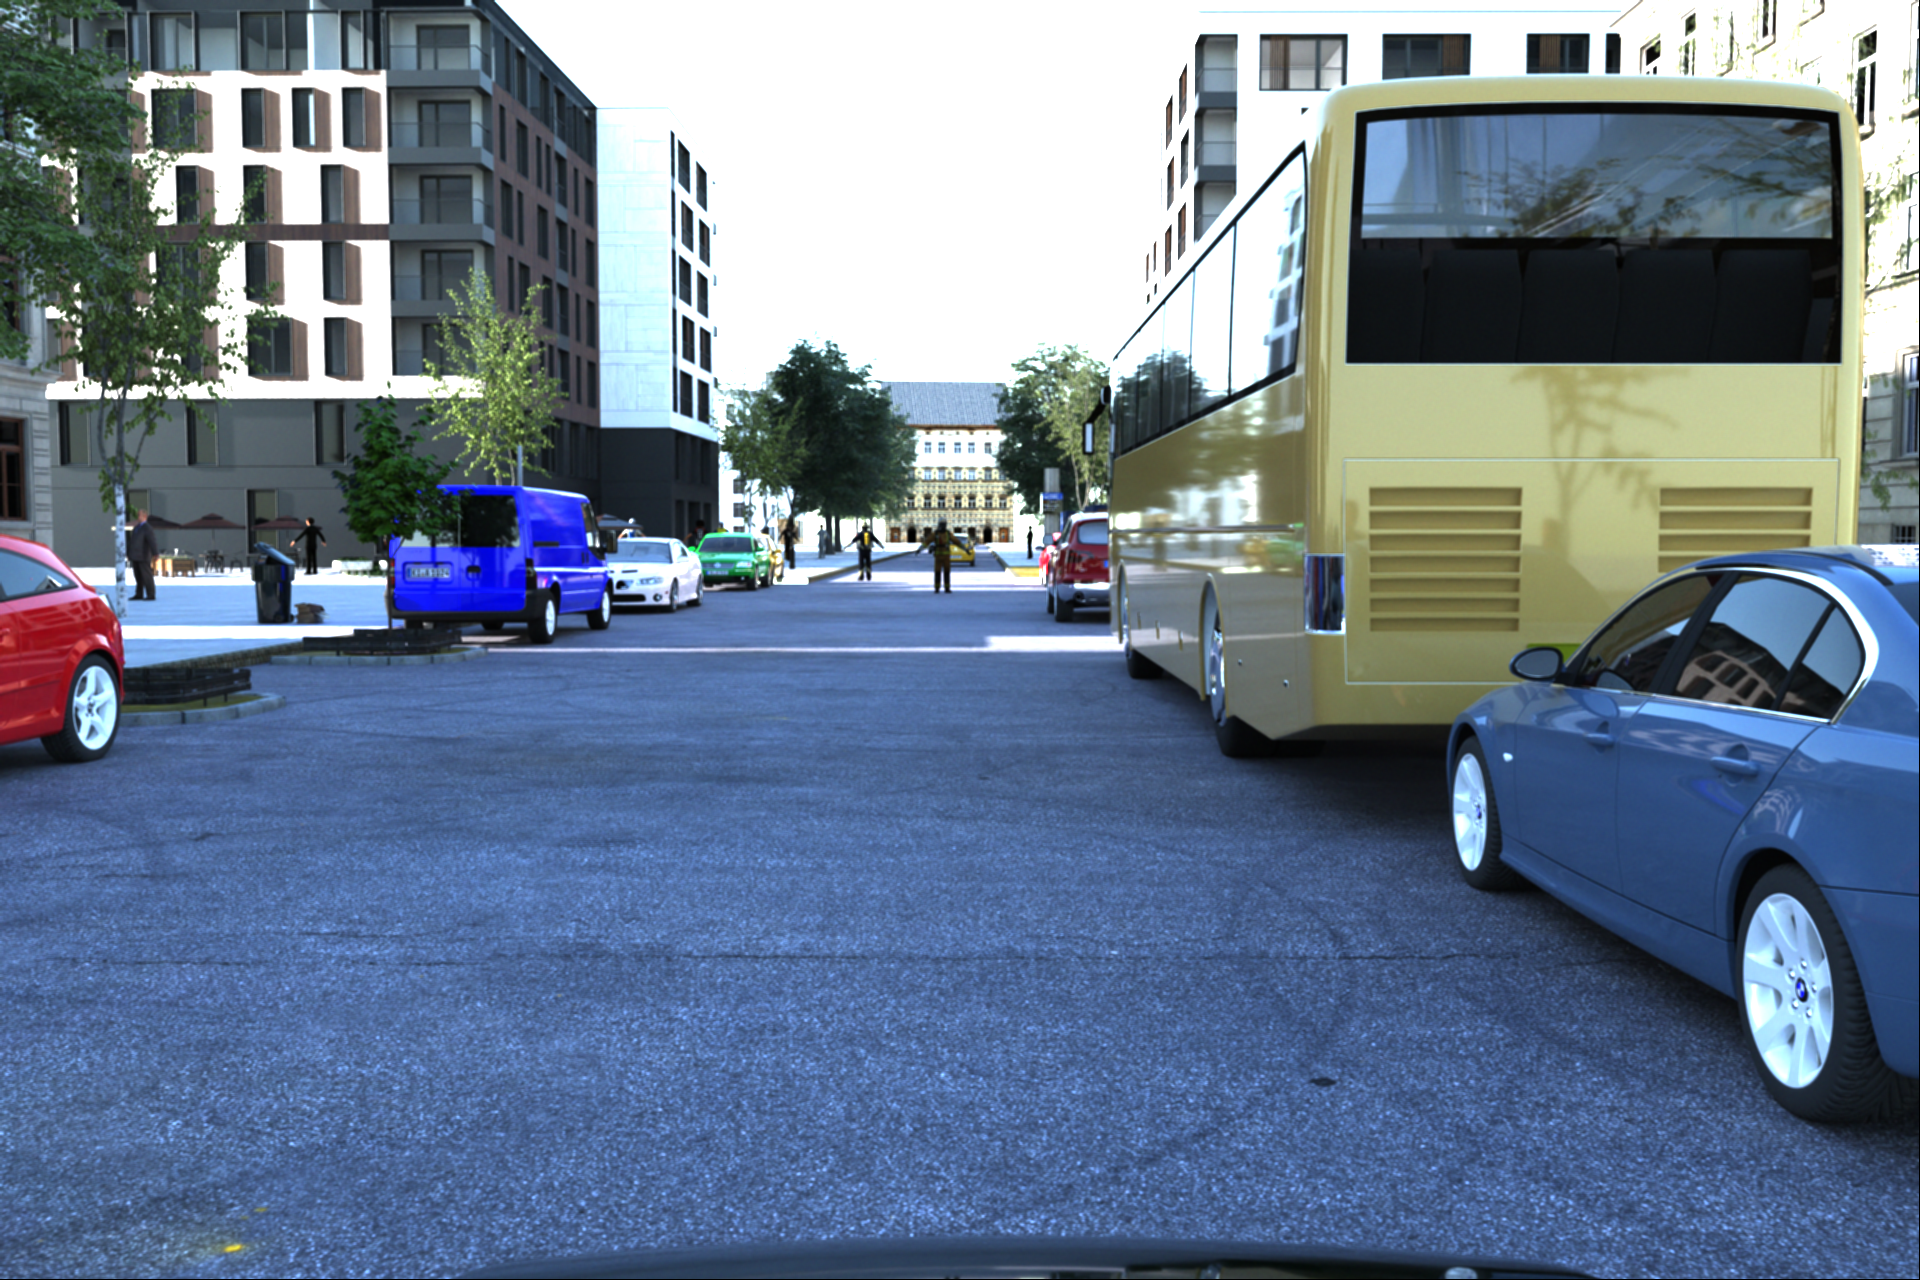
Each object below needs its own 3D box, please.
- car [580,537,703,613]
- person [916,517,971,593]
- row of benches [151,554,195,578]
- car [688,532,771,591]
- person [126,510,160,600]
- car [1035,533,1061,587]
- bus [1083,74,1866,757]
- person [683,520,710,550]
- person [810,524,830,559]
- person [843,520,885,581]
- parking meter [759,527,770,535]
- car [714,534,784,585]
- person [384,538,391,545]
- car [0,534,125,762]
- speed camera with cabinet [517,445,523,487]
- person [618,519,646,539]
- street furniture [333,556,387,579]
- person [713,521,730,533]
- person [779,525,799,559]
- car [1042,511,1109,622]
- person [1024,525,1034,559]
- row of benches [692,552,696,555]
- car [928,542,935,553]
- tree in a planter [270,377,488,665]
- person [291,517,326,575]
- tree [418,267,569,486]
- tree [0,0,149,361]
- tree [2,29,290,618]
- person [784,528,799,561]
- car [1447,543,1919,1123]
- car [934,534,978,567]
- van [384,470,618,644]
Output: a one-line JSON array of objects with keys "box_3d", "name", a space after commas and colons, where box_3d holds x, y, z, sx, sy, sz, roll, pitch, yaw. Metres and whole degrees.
[{"box_3d": [-6.087, -1.264, 33.036, 2.083, 1.381, 4.827, 0, 4, 1], "name": "car"}, {"box_3d": [-0.424, -2.074, 42.139, 1.354, 1.858, 0.705, -1, 4, -10], "name": "person"}, {"box_3d": [-23.977, -2.265, 52.503, 1.422, 0.672, 4.104, -2, 4, -35], "name": "row of benches"}, {"box_3d": [-6.004, -2.226, 45.184, 1.959, 1.807, 4.718, 0, 4, 0], "name": "car"}, {"box_3d": [-15.857, -1.648, 33.538, 0.990, 1.755, 0.434, 2, 4, 34], "name": "person"}, {"box_3d": [3.191, -2.419, 48.587, 2.155, 1.783, 4.494, 0, 4, 1], "name": "car"}, {"box_3d": [2.859, -1.370, 13.940, 2.896, 3.916, 12.252, 0, 3, 0], "name": "bus"}, {"box_3d": [-9.915, -3.669, 66.126, 1.345, 1.843, 0.704, -1, 4, -10], "name": "person"}, {"box_3d": [-7.188, -5.104, 89.643, 1.347, 1.806, 0.705, 3, 4, 38], "name": "person"}, {"box_3d": [-2.937, -2.756, 53.290, 1.354, 1.856, 0.705, -1, 4, -22], "name": "person"}, {"box_3d": [-6.606, -3.061, 58.452, 0.372, 1.533, 0.369, 0, 3, 0], "name": "parking meter"}, {"box_3d": [-6.072, -2.419, 49.774, 2.015, 1.641, 3.980, 0, 3, 0], "name": "car"}, {"box_3d": [-20.357, -3.430, 62.209, 0.705, 1.813, 1.348, 1, 4, 11], "name": "person"}, {"box_3d": [-6.358, -0.027, 9.482, 2.155, 1.783, 4.494, 0, 4, 1], "name": "car"}, {"box_3d": [-10.013, -2.757, 39.421, 0.660, 3.252, 2.038, 0, 4, 0], "name": "speed camera with cabinet"}, {"box_3d": [-12.087, -3.557, 64.014, 1.347, 1.847, 0.705, 0, 4, 7], "name": "person"}, {"box_3d": [-13.739, -2.230, 52.091, 10.072, 0.657, 5.734, 0, 4, -2], "name": "street furniture"}, {"box_3d": [-10.132, -4.145, 73.747, 1.349, 1.833, 0.705, 0, 4, -5], "name": "person"}, {"box_3d": [-8.706, -4.990, 87.730, 0.704, 1.812, 1.346, 3, 5, 44], "name": "person"}, {"box_3d": [2.567, -1.289, 29.746, 2.281, 1.827, 5.304, 0, 4, 1], "name": "car"}, {"box_3d": [3.514, -5.027, 88.904, 0.721, 1.740, 1.216, 1, 4, 23], "name": "person"}, {"box_3d": [-8.534, -2.808, 61.374, 4.104, 0.672, 1.422, -3, 5, -41], "name": "row of benches"}, {"box_3d": [-1.468, -7.282, 128.841, 2.009, 1.686, 4.222, 0, 4, 1], "name": "car"}, {"box_3d": [-6.565, -1.384, 19.857, 1.991, 3.239, 1.994, 0, 4, 1], "name": "tree in a planter"}, {"box_3d": [-20.518, -2.966, 54.687, 0.705, 1.806, 1.347, 2, 4, 27], "name": "person"}, {"box_3d": [-12.602, -5.943, 47.534, 4.737, 8.622, 4.395, 0, 3, 0], "name": "tree"}, {"box_3d": [-12.333, -6.069, 17.363, 7.486, 12.596, 7.792, 0, 3, 0], "name": "tree"}, {"box_3d": [-12.683, -4.655, 26.464, 4.737, 8.622, 4.395, 0, 3, 0], "name": "tree"}, {"box_3d": [-8.150, -4.711, 83.249, 0.704, 1.802, 1.346, -2, 4, -34], "name": "person"}, {"box_3d": [2.906, 0.398, 5.503, 2.014, 1.417, 4.499, 0, 4, 1], "name": "car"}, {"box_3d": [-0.177, -4.134, 77.812, 2.015, 1.641, 3.980, 0, 4, 1], "name": "car"}, {"box_3d": [-6.245, -1.215, 24.250, 2.240, 2.365, 5.245, 0, 4, 0], "name": "van"}]
